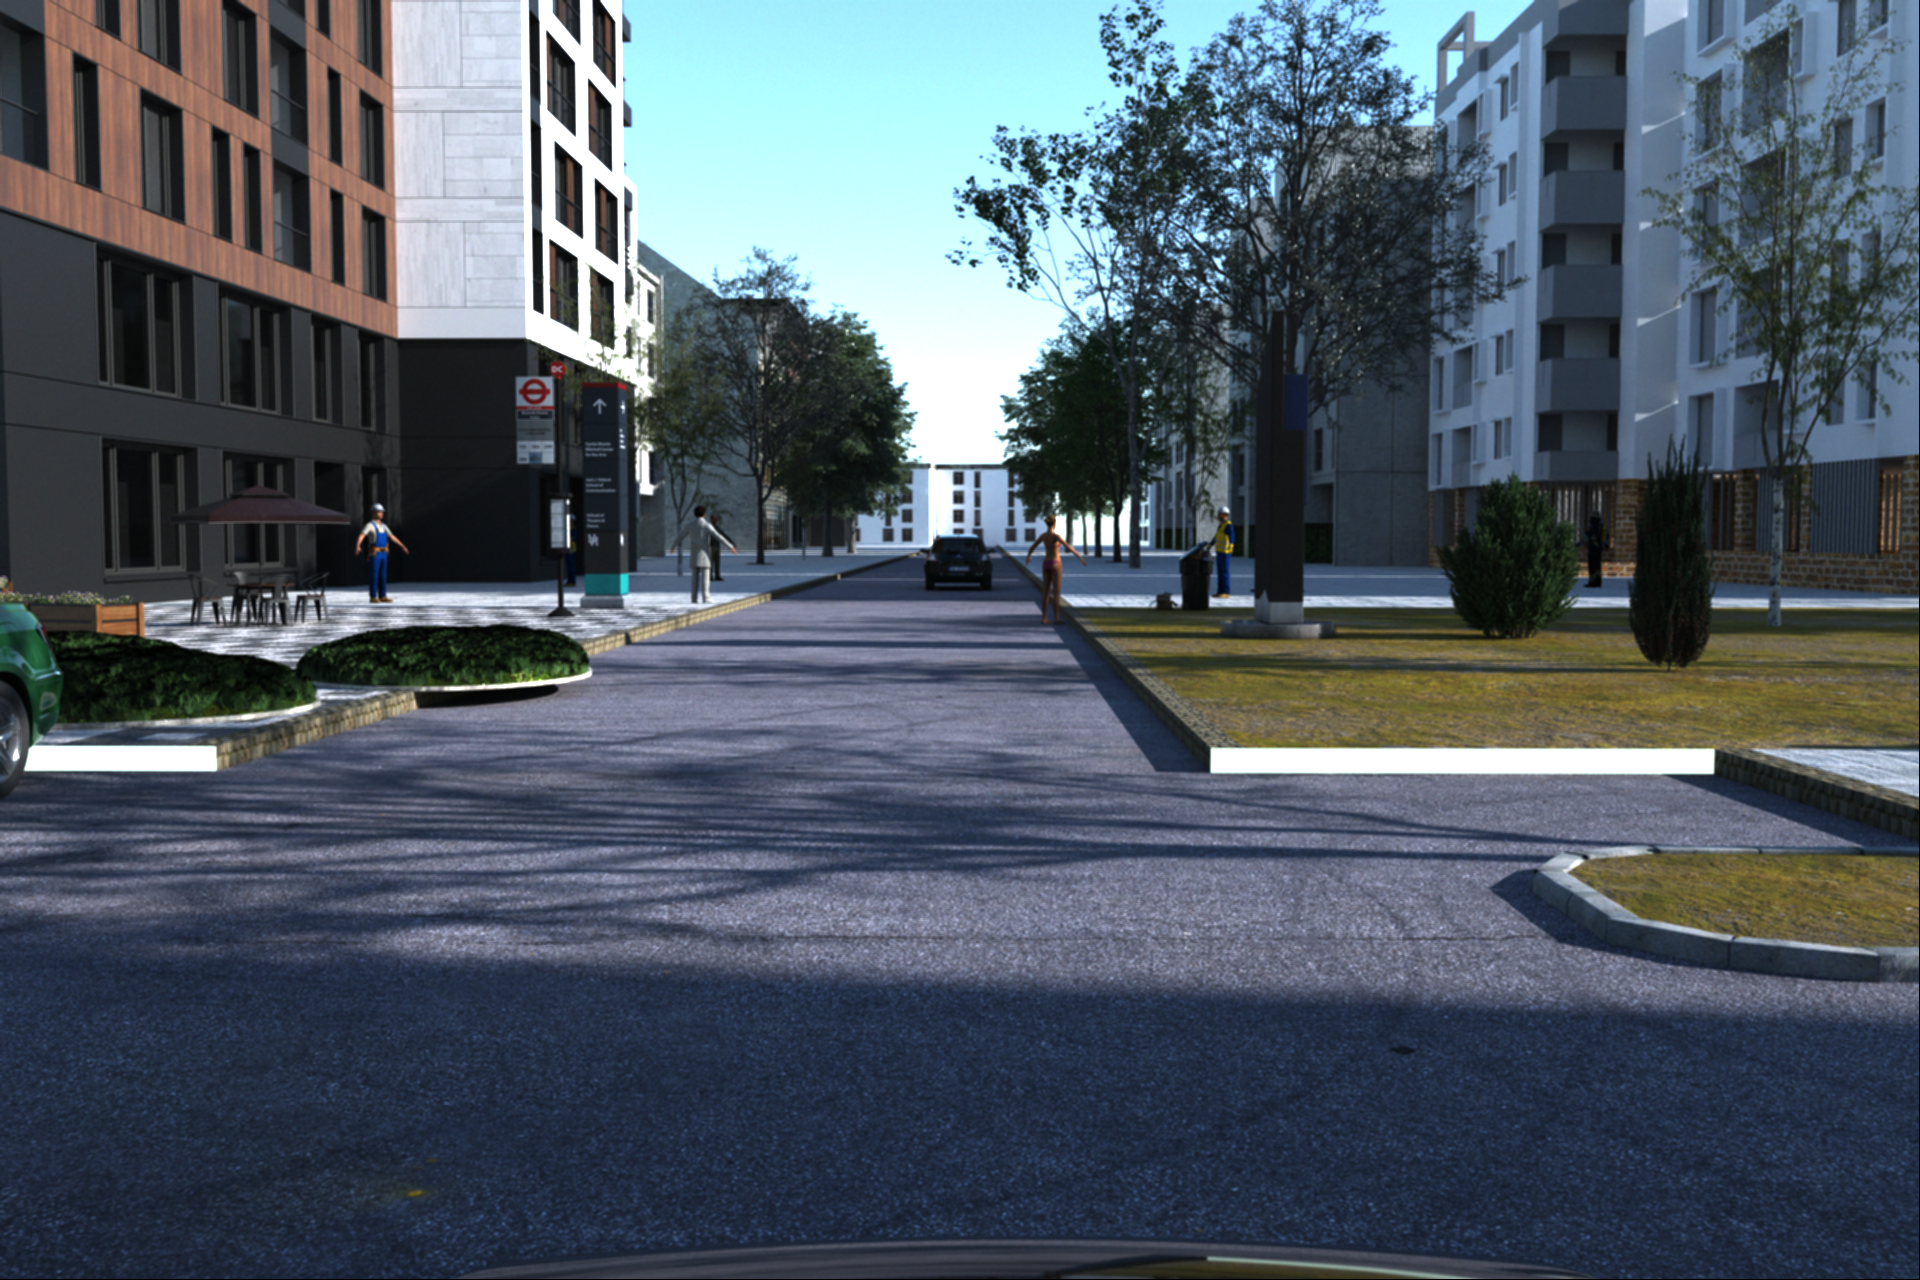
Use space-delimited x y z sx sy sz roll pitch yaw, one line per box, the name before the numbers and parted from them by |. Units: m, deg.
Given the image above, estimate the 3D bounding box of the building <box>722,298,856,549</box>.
building | -25.184 -19.739 166.709 27.936 21.610 32.646 0 4 1

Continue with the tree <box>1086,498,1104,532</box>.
tree | 16.750 -15.779 208.349 4.360 8.622 3.978 0 3 0

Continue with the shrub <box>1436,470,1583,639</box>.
shrub | 6.801 -1.064 21.442 1.661 2.075 1.752 0 3 0

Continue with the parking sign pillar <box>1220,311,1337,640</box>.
parking sign pillar | 3.990 -2.028 21.627 1.447 3.967 1.447 0 4 1

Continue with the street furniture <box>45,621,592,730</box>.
street furniture | -8.264 0.099 14.010 10.072 0.657 5.734 0 4 -4

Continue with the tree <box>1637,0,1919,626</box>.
tree | 11.154 -4.505 24.015 4.360 8.622 3.978 0 3 0

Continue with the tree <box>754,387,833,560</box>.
tree | -7.581 -8.309 86.216 4.360 8.622 3.978 0 3 0

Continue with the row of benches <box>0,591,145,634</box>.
row of benches | -10.823 -0.224 19.123 4.104 0.672 1.422 1 4 21

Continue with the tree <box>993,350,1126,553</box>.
tree | 7.307 -12.859 116.895 9.857 13.997 8.962 0 3 0

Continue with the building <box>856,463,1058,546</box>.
building | -2.726 -15.940 205.222 28.070 9.664 9.099 1 4 10

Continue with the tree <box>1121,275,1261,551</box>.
tree | 6.231 -5.993 48.349 4.360 8.622 3.978 0 3 0

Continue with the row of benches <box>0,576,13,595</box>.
row of benches | -14.118 -0.590 25.105 1.422 0.672 4.104 -2 4 -28

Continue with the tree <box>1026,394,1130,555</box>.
tree | 7.454 -10.537 106.689 7.601 10.594 8.767 1 4 12

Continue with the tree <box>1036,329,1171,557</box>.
tree | 7.882 -10.814 94.928 7.486 12.596 7.792 0 3 0

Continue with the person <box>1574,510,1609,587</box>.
person | 15.272 -2.198 41.722 1.354 1.856 0.705 -3 4 -37

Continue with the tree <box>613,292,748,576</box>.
tree | -8.607 -6.277 52.989 4.360 8.622 3.978 0 3 0

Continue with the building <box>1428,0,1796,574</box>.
building | 22.947 -12.713 64.278 16.016 20.090 11.380 0 4 1

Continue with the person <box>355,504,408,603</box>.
person | -10.869 -1.623 32.398 0.705 1.847 1.347 2 4 24

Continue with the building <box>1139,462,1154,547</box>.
building | 23.556 -14.232 174.834 9.099 9.664 28.070 0 4 1

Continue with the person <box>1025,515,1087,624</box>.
person | 1.515 -1.128 27.709 1.217 1.733 0.721 3 5 41

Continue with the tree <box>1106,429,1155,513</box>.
tree | 20.838 -17.755 200.662 12.009 13.543 11.850 0 3 0

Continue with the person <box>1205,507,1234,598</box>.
person | 5.284 -1.773 34.950 0.705 1.833 1.349 -1 4 -12

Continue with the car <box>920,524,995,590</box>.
car | -0.055 -2.182 45.462 2.009 1.686 4.222 0 4 -1

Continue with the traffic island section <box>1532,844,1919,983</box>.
traffic island section | 3.271 1.000 6.514 1.991 0.108 1.994 0 4 2

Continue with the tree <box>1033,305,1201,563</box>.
tree | 7.105 -9.311 77.984 9.928 11.665 9.643 0 3 0

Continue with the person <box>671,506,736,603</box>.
person | -4.818 -1.594 32.256 1.347 1.806 0.705 1 4 18

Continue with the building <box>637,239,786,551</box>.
building | -24.031 -18.700 136.681 19.493 23.208 18.063 0 4 0

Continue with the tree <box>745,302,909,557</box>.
tree | -7.446 -11.656 97.232 9.857 13.997 8.962 0 3 0

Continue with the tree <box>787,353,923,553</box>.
tree | -7.263 -12.711 114.478 9.857 13.997 8.962 0 3 0

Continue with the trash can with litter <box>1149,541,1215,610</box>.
trash can with litter | 3.737 -1.088 29.181 1.055 1.170 0.624 0 4 0

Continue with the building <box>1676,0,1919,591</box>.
building | 25.133 -11.600 46.086 16.016 20.090 11.380 0 4 1

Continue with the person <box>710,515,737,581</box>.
person | -6.734 -2.525 47.552 1.348 1.796 0.705 -3 5 -44

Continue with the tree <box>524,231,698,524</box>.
tree | -9.028 -5.670 43.060 4.360 8.622 3.978 0 3 0

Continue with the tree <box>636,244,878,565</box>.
tree | -8.326 -9.929 72.701 12.009 13.543 11.850 0 3 0

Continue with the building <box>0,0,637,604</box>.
building | -25.294 -12.181 43.138 27.936 21.610 32.646 0 4 1

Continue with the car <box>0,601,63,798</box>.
car | -6.121 0.232 7.997 2.131 1.459 4.920 0 4 1

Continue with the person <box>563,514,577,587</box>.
person | -9.594 -2.190 42.270 0.721 1.772 1.216 -2 4 -27

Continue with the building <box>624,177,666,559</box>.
building | -24.857 -13.073 80.205 16.747 18.905 31.486 0 4 0

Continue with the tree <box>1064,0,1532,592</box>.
tree | 7.111 -7.800 37.897 12.009 13.543 11.850 0 3 0

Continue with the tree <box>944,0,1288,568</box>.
tree | 5.633 -12.679 63.190 12.611 20.169 13.585 0 3 0

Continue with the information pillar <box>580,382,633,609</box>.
information pillar | -6.119 -2.480 29.920 0.750 3.857 0.750 0 4 2

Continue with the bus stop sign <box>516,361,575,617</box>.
bus stop sign | -6.426 -2.332 26.831 0.855 3.939 0.416 0 3 0

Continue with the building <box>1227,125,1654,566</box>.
building | 23.507 -13.287 83.694 16.747 18.905 31.486 0 4 1

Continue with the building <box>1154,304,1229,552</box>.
building | 25.844 -16.818 141.426 16.747 18.905 31.486 0 4 1
